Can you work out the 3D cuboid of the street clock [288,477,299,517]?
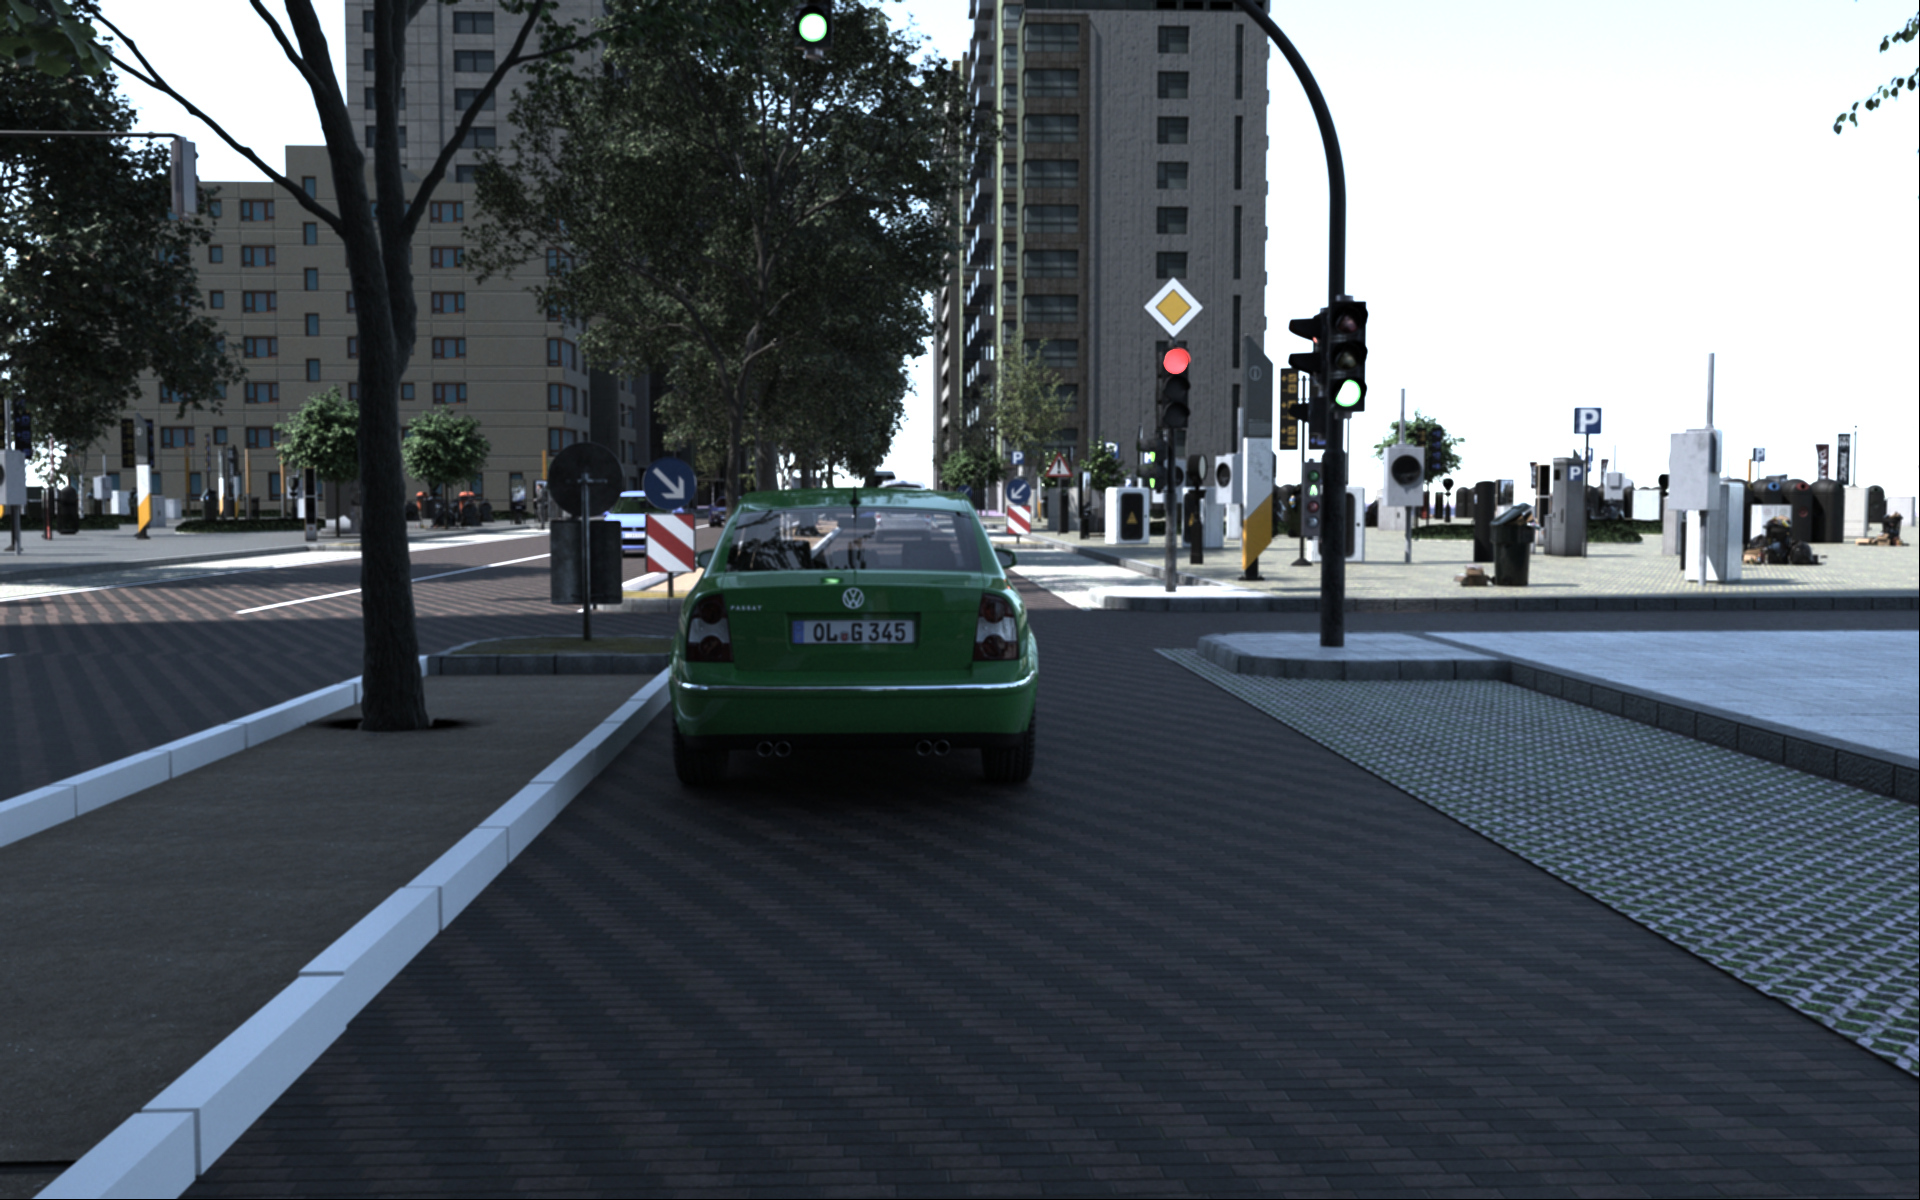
[{"bbox_3d":[-27.882,-4.153,72.473,0.471,2.002,0.358,3,4,39],"label":"street clock"}]

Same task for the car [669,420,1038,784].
[{"bbox_3d":[-0.594,-0.071,9.961,1.959,1.807,4.718,0,4,-3],"label":"car"}]

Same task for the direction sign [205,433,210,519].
[{"bbox_3d":[-28.254,-4.471,65.100,0.379,3.537,0.876,-2,4,-32],"label":"direction sign"}]

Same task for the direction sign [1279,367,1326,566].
[{"bbox_3d":[6.126,-2.382,30.939,0.876,3.537,0.379,2,4,27],"label":"direction sign"}]

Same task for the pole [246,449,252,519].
[{"bbox_3d":[-32.087,-5.155,78.125,0.158,3.312,0.155,0,3,0],"label":"pole"}]

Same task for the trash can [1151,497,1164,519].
[{"bbox_3d":[10.252,-4.777,89.756,0.748,1.137,0.748,0,3,0],"label":"trash can"}]

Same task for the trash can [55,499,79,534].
[{"bbox_3d":[-28.458,-2.664,55.214,0.748,1.137,0.748,0,3,0],"label":"trash can"}]

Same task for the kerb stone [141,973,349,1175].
[{"bbox_3d":[-1.679,1.111,4.134,0.120,0.150,1.000,0,4,-3],"label":"kerb stone"}]

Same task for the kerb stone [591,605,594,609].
[{"bbox_3d":[-4.652,0.011,22.011,0.120,0.150,1.000,0,4,-3],"label":"kerb stone"}]

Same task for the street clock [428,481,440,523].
[{"bbox_3d":[-23.046,-4.365,75.936,0.471,2.002,0.358,0,4,5],"label":"street clock"}]

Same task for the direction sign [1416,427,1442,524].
[{"bbox_3d":[15.949,-4.098,58.993,0.876,3.537,0.379,0,4,-7],"label":"direction sign"}]

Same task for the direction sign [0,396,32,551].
[{"bbox_3d":[-21.465,-2.886,39.175,0.876,3.537,0.379,-3,5,-42],"label":"direction sign"}]

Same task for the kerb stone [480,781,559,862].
[{"bbox_3d":[-1.831,0.921,7.200,0.120,0.150,1.000,0,4,-3],"label":"kerb stone"}]

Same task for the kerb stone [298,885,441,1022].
[{"bbox_3d":[-1.740,1.042,5.154,0.120,0.150,1.000,0,4,-3],"label":"kerb stone"}]

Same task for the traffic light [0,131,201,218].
[{"bbox_3d":[-12.071,-2.885,21.834,4.771,5.953,1.251,0,4,-3],"label":"traffic light"}]

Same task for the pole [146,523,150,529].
[{"bbox_3d":[-30.085,-4.288,63.959,0.158,3.312,0.155,0,3,0],"label":"pole"}]

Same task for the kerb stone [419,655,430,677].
[{"bbox_3d":[-4.230,0.546,13.270,0.120,0.150,1.000,0,4,-3],"label":"kerb stone"}]

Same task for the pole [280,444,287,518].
[{"bbox_3d":[-27.621,-4.702,70.725,0.158,3.312,0.155,0,3,0],"label":"pole"}]

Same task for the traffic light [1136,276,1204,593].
[{"bbox_3d":[2.735,-2.055,22.524,0.839,4.253,0.868,0,4,-3],"label":"traffic light"}]

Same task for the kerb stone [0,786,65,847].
[{"bbox_3d":[-3.930,0.922,7.119,0.120,0.150,1.000,0,4,-3],"label":"kerb stone"}]

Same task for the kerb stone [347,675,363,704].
[{"bbox_3d":[-4.174,0.609,12.247,0.120,0.150,1.000,0,4,-3],"label":"kerb stone"}]

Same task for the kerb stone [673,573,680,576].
[{"bbox_3d":[-5.038,-0.489,30.194,0.120,0.150,1.000,0,4,-3],"label":"kerb stone"}]

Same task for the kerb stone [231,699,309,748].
[{"bbox_3d":[-4.073,0.734,10.195,0.120,0.150,1.000,0,4,-3],"label":"kerb stone"}]

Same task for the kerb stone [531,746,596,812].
[{"bbox_3d":[-1.883,0.855,8.222,0.120,0.150,1.000,0,4,-3],"label":"kerb stone"}]

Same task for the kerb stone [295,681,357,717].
[{"bbox_3d":[-4.136,0.674,11.219,0.120,0.150,1.000,0,4,-3],"label":"kerb stone"}]

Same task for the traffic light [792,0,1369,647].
[{"bbox_3d":[1.033,-2.424,14.307,4.771,5.953,1.251,0,4,-3],"label":"traffic light"}]

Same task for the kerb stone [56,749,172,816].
[{"bbox_3d":[-3.982,0.860,8.140,0.120,0.150,1.000,0,4,-3],"label":"kerb stone"}]

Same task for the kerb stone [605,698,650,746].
[{"bbox_3d":[-1.979,0.731,10.277,0.120,0.150,1.000,0,4,-3],"label":"kerb stone"}]

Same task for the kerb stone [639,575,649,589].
[{"bbox_3d":[-4.845,-0.239,26.100,0.120,0.150,1.000,0,4,-3],"label":"kerb stone"}]

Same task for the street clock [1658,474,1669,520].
[{"bbox_3d":[25.043,-3.487,61.579,0.358,2.002,0.471,-1,4,-15],"label":"street clock"}]

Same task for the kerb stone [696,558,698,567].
[{"bbox_3d":[-5.286,-0.798,35.315,0.120,0.150,1.000,0,4,-3],"label":"kerb stone"}]

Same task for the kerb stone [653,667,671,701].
[{"bbox_3d":[-2.084,0.604,12.343,0.120,0.150,1.000,0,4,-3],"label":"kerb stone"}]

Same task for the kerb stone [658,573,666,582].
[{"bbox_3d":[-4.939,-0.364,28.142,0.120,0.150,1.000,0,4,-3],"label":"kerb stone"}]

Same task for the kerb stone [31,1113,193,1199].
[{"bbox_3d":[-1.633,1.173,3.113,0.120,0.150,1.000,0,4,-3],"label":"kerb stone"}]

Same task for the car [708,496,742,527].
[{"bbox_3d":[-10.044,-3.896,76.280,1.945,1.354,3.894,0,4,-2],"label":"car"}]

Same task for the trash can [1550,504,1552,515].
[{"bbox_3d":[23.724,-3.487,68.660,0.748,1.137,0.748,0,3,0],"label":"trash can"}]

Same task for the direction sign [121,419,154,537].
[{"bbox_3d":[-24.787,-3.686,52.264,0.876,3.537,0.379,-2,4,-26],"label":"direction sign"}]

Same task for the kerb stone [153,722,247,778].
[{"bbox_3d":[-4.027,0.797,9.161,0.120,0.150,1.000,0,4,-3],"label":"kerb stone"}]

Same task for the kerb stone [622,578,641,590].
[{"bbox_3d":[-4.790,-0.176,25.080,0.120,0.150,1.000,0,4,-3],"label":"kerb stone"}]

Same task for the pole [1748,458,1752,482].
[{"bbox_3d":[44.741,-6.381,98.166,0.158,3.312,0.155,0,3,0],"label":"pole"}]

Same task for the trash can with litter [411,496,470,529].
[{"bbox_3d":[-19.605,-3.314,65.244,2.233,1.210,1.678,-1,4,-23],"label":"trash can with litter"}]

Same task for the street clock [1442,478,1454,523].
[{"bbox_3d":[21.905,-4.476,77.745,0.358,2.002,0.471,-3,4,-37],"label":"street clock"}]

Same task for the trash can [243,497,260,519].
[{"bbox_3d":[-32.739,-4.186,80.094,0.748,1.137,0.748,0,3,0],"label":"trash can"}]

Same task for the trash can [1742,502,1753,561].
[{"bbox_3d":[14.791,-1.318,33.211,0.748,1.137,0.748,0,3,0],"label":"trash can"}]

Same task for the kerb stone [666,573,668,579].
[{"bbox_3d":[-4.991,-0.423,29.174,0.120,0.150,1.000,0,4,-3],"label":"kerb stone"}]

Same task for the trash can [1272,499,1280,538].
[{"bbox_3d":[8.986,-2.386,50.667,0.748,1.137,0.748,0,3,0],"label":"trash can"}]

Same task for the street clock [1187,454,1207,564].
[{"bbox_3d":[4.338,-1.658,31.684,0.358,2.002,0.471,2,4,26],"label":"street clock"}]

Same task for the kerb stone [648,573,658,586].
[{"bbox_3d":[-4.886,-0.301,27.121,0.120,0.150,1.000,0,4,-3],"label":"kerb stone"}]

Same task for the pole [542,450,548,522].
[{"bbox_3d":[-19.346,-5.316,80.755,0.158,3.312,0.155,0,3,0],"label":"pole"}]

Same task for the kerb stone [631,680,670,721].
[{"bbox_3d":[-2.034,0.666,11.314,0.120,0.150,1.000,0,4,-3],"label":"kerb stone"}]

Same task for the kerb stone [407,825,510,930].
[{"bbox_3d":[-1.783,0.983,6.178,0.120,0.150,1.000,0,4,-3],"label":"kerb stone"}]

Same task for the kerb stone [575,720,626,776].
[{"bbox_3d":[-1.928,0.795,9.247,0.120,0.150,1.000,0,4,-3],"label":"kerb stone"}]

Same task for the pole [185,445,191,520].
[{"bbox_3d":[-31.991,-4.765,71.749,0.158,3.312,0.155,0,3,0],"label":"pole"}]
